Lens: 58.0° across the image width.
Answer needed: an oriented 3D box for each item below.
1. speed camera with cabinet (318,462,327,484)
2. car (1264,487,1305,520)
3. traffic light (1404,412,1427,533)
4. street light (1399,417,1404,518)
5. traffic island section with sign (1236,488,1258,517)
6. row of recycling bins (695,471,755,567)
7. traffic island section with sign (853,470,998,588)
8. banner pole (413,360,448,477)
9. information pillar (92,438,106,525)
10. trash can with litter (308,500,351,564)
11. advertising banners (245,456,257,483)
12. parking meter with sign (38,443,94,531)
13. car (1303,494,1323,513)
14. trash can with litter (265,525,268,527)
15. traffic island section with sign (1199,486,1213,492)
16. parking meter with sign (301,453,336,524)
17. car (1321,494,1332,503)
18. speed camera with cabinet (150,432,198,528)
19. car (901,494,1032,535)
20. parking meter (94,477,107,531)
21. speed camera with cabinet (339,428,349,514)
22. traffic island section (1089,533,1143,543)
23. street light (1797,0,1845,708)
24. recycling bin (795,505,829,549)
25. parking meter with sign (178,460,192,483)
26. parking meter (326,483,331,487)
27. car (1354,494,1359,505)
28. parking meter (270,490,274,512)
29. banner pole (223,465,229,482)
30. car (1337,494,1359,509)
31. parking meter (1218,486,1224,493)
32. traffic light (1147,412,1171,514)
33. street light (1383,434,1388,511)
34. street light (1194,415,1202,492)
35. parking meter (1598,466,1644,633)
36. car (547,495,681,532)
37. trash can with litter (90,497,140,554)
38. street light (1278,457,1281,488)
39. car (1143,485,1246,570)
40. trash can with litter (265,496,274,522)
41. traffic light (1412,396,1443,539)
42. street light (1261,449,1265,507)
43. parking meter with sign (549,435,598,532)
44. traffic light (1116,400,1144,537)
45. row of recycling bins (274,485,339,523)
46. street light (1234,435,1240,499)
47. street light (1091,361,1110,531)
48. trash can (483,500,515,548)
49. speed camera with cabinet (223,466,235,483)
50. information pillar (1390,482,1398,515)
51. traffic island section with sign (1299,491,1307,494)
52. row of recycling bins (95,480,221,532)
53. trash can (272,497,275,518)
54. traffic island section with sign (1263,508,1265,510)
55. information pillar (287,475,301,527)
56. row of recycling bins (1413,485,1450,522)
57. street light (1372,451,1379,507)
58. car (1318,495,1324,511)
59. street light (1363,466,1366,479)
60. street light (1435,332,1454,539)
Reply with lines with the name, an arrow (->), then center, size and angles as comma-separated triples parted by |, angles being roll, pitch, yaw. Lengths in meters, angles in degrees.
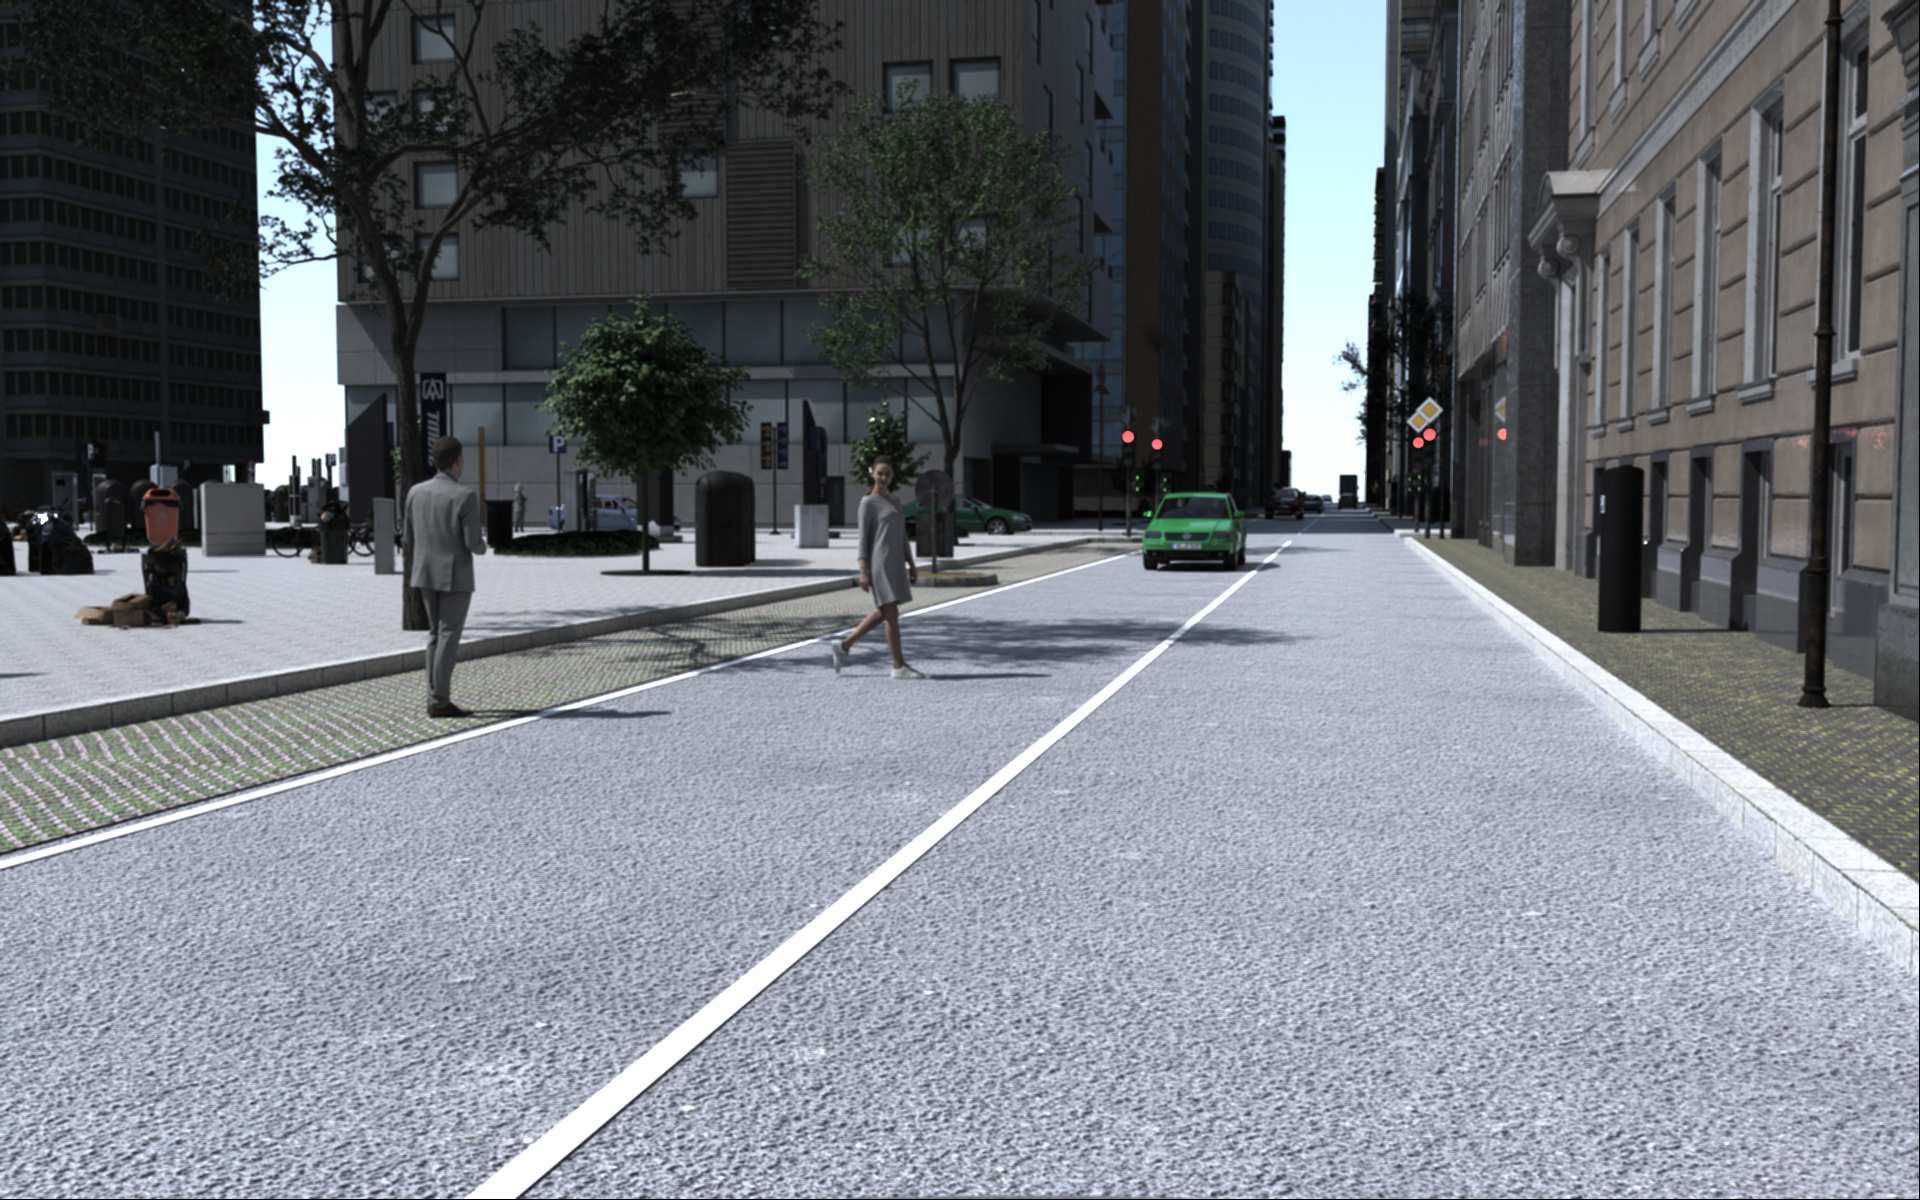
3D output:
speed camera with cabinet -> -39.242, -6.820, 105.844 | 0.660, 3.252, 2.038 | 0, 4, 5
car -> 18.412, -5.474, 98.172 | 2.281, 1.827, 5.304 | 1, 4, 13
traffic light -> 15.225, -4.206, 57.688 | 0.839, 4.253, 0.868 | 1, 4, 13
street light -> 23.260, -7.244, 91.223 | 0.468, 5.910, 1.993 | 1, 4, 13
traffic island section with sign -> 17.494, -6.046, 107.485 | 1.989, 1.847, 2.006 | 1, 4, 13
row of recycling bins -> -4.313, -1.527, 32.083 | 1.069, 1.692, 3.534 | 0, 4, -4
traffic island section with sign -> -0.471, -1.142, 27.293 | 1.989, 1.847, 2.006 | 1, 4, 13
banner pole -> -9.688, -2.531, 31.394 | 0.863, 3.779, 0.401 | 0, 4, -1
information pillar -> -35.513, -4.898, 71.439 | 0.504, 3.616, 0.183 | -2, 4, -26
trash can with litter -> -11.666, -1.251, 31.838 | 1.055, 1.170, 0.624 | 3, 5, 41
advertising banners -> -33.600, -5.141, 80.247 | 2.074, 3.025, 0.090 | -3, 4, -38
parking meter with sign -> -30.839, -3.879, 59.690 | 1.738, 3.016, 0.543 | 0, 4, -6
car -> 26.360, -7.255, 130.629 | 2.014, 1.417, 4.499 | 1, 4, 13
trash can with litter -> -30.624, -3.811, 73.369 | 2.233, 1.210, 1.678 | 2, 4, 27
traffic island section with sign -> 11.510, -4.414, 80.798 | 1.989, 1.847, 2.006 | 1, 4, 13
parking meter with sign -> -27.762, -4.802, 74.768 | 1.738, 3.016, 0.543 | 2, 4, 24
car -> 60.102, -16.619, 284.079 | 2.083, 1.381, 4.827 | 1, 4, 12
speed camera with cabinet -> -24.763, -3.696, 54.763 | 2.038, 3.252, 0.660 | 2, 4, 34
car -> -0.047, -2.784, 57.314 | 4.920, 1.459, 2.131 | 1, 4, 11
parking meter -> -28.749, -3.197, 57.980 | 0.399, 1.863, 0.255 | 2, 4, 30
speed camera with cabinet -> -17.844, -3.522, 51.919 | 2.038, 3.252, 0.660 | 3, 5, 41
traffic island section -> 5.035, -1.811, 51.899 | 2.009, 0.180, 2.903 | 1, 4, 13
street light -> 5.159, -2.294, 10.287 | 0.468, 5.910, 1.993 | 1, 4, 13
recycling bin -> -3.526, -1.750, 41.161 | 0.722, 1.027, 0.722 | -1, 4, -13
parking meter with sign -> -39.707, -5.583, 87.544 | 0.543, 3.016, 1.738 | 2, 4, 27
parking meter -> -32.811, -5.154, 89.981 | 0.255, 1.863, 0.399 | 1, 4, 10
car -> 51.862, -13.331, 229.763 | 2.131, 1.459, 4.920 | 1, 4, 14
parking meter -> -48.720, -6.989, 122.685 | 0.372, 1.533, 0.369 | 0, 3, 0
banner pole -> -53.323, -8.305, 125.800 | 0.863, 3.779, 0.401 | 3, 4, 37
car -> 37.136, -9.518, 165.842 | 2.015, 1.641, 3.980 | 1, 4, 14
parking meter -> 18.179, -7.024, 120.550 | 0.255, 1.863, 0.399 | -2, 4, -23
traffic light -> 6.817, -4.320, 59.548 | 0.839, 4.253, 0.868 | 1, 4, 13
street light -> 31.972, -9.641, 130.411 | 0.468, 5.910, 1.993 | 1, 4, 13
street light -> 13.659, -7.756, 99.595 | 0.468, 5.910, 1.993 | 1, 4, 13
parking meter -> 6.153, -0.472, 16.121 | 0.372, 1.533, 0.369 | 0, 3, 0
car -> -11.693, -2.856, 58.695 | 4.499, 1.417, 2.014 | 1, 4, 11
trash can with litter -> -18.615, -1.613, 37.433 | 1.678, 1.210, 2.233 | 1, 4, 12
street light -> 39.842, -14.880, 216.074 | 0.468, 5.910, 1.993 | 1, 4, 13
car -> 4.644, -1.542, 34.011 | 1.959, 1.807, 4.718 | 1, 4, 12
trash can with litter -> -31.989, -4.194, 79.966 | 0.624, 1.170, 1.055 | -1, 4, -19
traffic light -> 13.479, -3.729, 49.895 | 0.839, 4.253, 0.868 | 1, 4, 13
street light -> 30.429, -12.311, 174.071 | 0.468, 5.910, 1.993 | 1, 4, 13
parking meter with sign -> -11.182, -3.308, 50.353 | 1.738, 3.016, 0.543 | 3, 5, 42
traffic light -> 5.071, -3.843, 51.756 | 0.839, 4.253, 0.868 | 1, 4, 13
row of recycling bins -> -29.189, -4.355, 78.322 | 3.534, 1.692, 1.069 | 0, 4, -5
street light -> 21.604, -9.918, 134.947 | 0.468, 5.910, 1.993 | 1, 4, 13
street light -> 4.916, -5.362, 60.453 | 0.468, 5.910, 1.993 | 1, 4, 13
trash can -> -10.994, -1.817, 41.360 | 0.748, 1.137, 0.748 | 0, 3, 0
speed camera with cabinet -> -52.800, -7.913, 123.721 | 2.038, 3.252, 0.660 | 1, 4, 18
information pillar -> 26.468, -6.186, 105.631 | 0.304, 2.012, 0.304 | -2, 4, -34
traffic island section with sign -> 52.606, -15.632, 264.202 | 1.989, 1.847, 2.006 | 1, 4, 13
row of recycling bins -> -23.076, -2.633, 50.170 | 3.534, 1.692, 1.069 | -2, 4, -31
trash can -> -37.174, -5.065, 94.470 | 0.748, 1.137, 0.748 | 0, 3, 0
traffic island section with sign -> 28.387, -9.020, 156.102 | 1.989, 1.847, 2.006 | 1, 4, 13
information pillar -> -25.681, -3.816, 66.883 | 0.304, 2.012, 0.304 | 2, 4, 35
row of recycling bins -> 22.755, -4.465, 80.112 | 3.534, 1.692, 1.069 | 2, 4, 25
street light -> 40.051, -11.826, 166.145 | 0.468, 5.910, 1.993 | 1, 4, 13
car -> 29.757, -8.199, 146.423 | 2.083, 1.381, 4.827 | 1, 4, 15
street light -> 58.240, -16.789, 247.283 | 0.468, 5.910, 1.993 | 1, 4, 13
street light -> 13.809, -4.689, 49.450 | 0.468, 5.910, 1.993 | 1, 4, 13
